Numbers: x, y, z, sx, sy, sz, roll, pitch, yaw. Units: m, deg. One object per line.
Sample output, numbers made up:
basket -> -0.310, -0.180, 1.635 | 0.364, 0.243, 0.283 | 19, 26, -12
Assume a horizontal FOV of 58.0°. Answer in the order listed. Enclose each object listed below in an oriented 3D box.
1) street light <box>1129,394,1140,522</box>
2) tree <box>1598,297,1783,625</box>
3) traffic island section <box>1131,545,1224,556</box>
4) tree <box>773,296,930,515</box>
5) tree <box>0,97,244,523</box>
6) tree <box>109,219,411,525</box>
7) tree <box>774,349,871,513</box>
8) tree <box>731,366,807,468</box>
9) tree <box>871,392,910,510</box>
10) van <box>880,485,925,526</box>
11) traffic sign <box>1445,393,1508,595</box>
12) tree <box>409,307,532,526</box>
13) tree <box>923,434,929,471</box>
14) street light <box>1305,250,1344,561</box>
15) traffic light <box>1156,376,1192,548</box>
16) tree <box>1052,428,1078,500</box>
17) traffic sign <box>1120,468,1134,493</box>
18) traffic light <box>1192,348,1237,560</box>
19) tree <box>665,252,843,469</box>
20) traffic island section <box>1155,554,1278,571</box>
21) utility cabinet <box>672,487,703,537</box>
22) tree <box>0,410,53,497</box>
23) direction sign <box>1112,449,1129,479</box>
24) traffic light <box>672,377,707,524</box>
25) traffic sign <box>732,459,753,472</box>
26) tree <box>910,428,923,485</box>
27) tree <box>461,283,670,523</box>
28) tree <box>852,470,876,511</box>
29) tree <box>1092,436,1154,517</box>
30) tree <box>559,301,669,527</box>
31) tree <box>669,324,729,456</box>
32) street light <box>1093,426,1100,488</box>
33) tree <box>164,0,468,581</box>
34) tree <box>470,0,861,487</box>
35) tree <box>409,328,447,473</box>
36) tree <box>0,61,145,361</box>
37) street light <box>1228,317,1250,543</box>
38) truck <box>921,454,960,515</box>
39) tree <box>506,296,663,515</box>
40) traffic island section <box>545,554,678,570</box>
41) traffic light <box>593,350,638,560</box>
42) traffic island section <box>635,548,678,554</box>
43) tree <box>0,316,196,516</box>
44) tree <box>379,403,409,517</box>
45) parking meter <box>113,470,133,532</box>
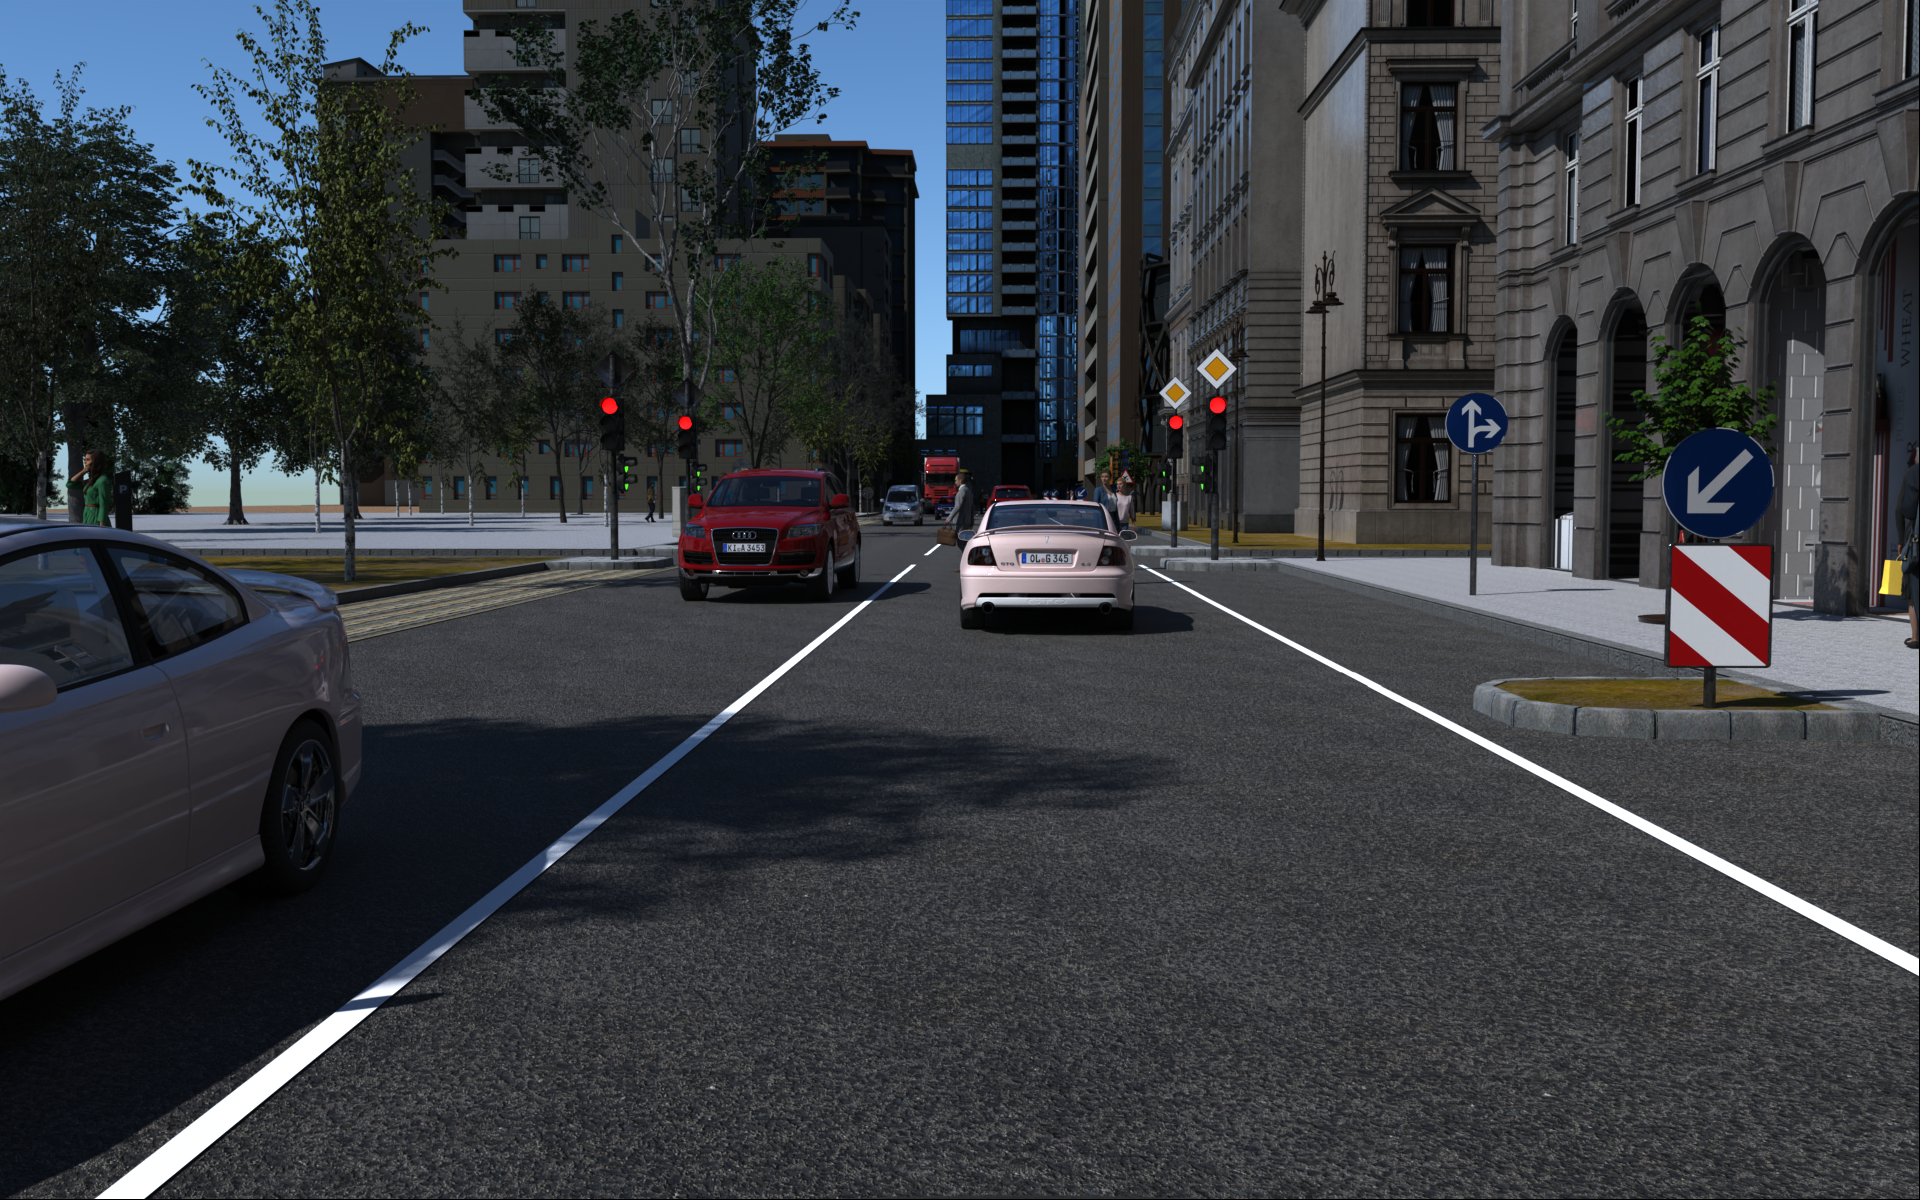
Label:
street light -> 8.133, -6.587, 80.491 | 0.468, 5.910, 1.993 | 0, 4, 1
tree -> 7.185, -1.382, 17.193 | 1.663, 3.219, 1.824 | 0, 3, 0
traffic island section -> 5.160, -1.180, 41.582 | 2.009, 0.180, 2.903 | 0, 4, 1
tree -> -7.087, -12.106, 108.307 | 12.009, 13.543, 11.850 | 0, 3, 0
tree -> -29.153, -9.200, 57.070 | 9.857, 13.997, 8.962 | 0, 3, 0
tree -> -30.285, -9.499, 72.322 | 9.611, 12.733, 9.660 | 0, 3, 0
tree -> -7.385, -8.416, 87.960 | 4.737, 8.622, 4.395 | 0, 3, 0
tree -> -10.391, -8.957, 96.809 | 4.360, 8.622, 3.978 | 0, 3, 0
tree -> -6.588, -10.293, 118.651 | 4.737, 8.622, 4.395 | 0, 3, 0
van -> -2.567, -4.360, 78.302 | 2.013, 2.044, 4.112 | 0, 4, 2
traffic sign -> 6.505, -1.332, 21.885 | 0.768, 2.556, 0.104 | 1, 4, 8
tree -> -19.370, -7.275, 69.301 | 4.360, 8.622, 3.978 | 0, 3, 0
tree -> -5.432, -14.935, 194.547 | 4.737, 8.622, 4.395 | 0, 3, 0
street light -> 6.930, -3.687, 33.073 | 0.468, 5.910, 1.993 | 0, 4, 1
traffic light -> 5.120, -3.214, 41.469 | 0.839, 4.253, 0.868 | 0, 4, 1
tree -> 12.034, -14.897, 193.931 | 4.737, 8.622, 4.395 | 0, 3, 0
traffic sign -> 8.268, -5.293, 86.551 | 0.884, 2.594, 0.081 | 1, 4, 10
traffic light -> 4.922, -2.726, 33.486 | 0.839, 4.253, 0.868 | 0, 4, 1
tree -> -8.892, -9.144, 75.255 | 9.928, 11.665, 9.643 | 0, 3, 0
traffic island section -> 4.962, -0.692, 33.599 | 2.009, 0.180, 2.903 | 0, 4, 1
utility cabinet -> -8.083, -2.618, 51.488 | 0.318, 1.500, 1.173 | 2, 4, 26
tree -> -57.980, -8.032, 94.237 | 20.602, 7.101, 11.467 | 0, 4, 2
direction sign -> 8.105, -5.844, 87.538 | 0.876, 3.537, 0.379 | 2, 4, 30
traffic light -> -6.538, -3.231, 41.740 | 0.839, 4.253, 0.868 | 0, 4, 1
traffic sign -> -7.852, -3.816, 62.490 | 0.768, 2.556, 0.104 | 0, 4, 6
tree -> -6.208, -11.403, 136.795 | 4.737, 8.622, 4.395 | 0, 3, 0
tree -> -18.019, -8.722, 77.019 | 7.601, 10.594, 8.767 | 0, 4, 7
tree -> -7.435, -8.345, 131.041 | 1.663, 3.219, 1.824 | 0, 3, 0
tree -> 9.168, -6.975, 97.760 | 4.285, 4.588, 4.351 | 0, 3, 0
tree -> -13.589, -7.158, 67.390 | 4.360, 8.622, 3.978 | 0, 3, 0
tree -> -15.699, -9.472, 89.286 | 8.767, 10.594, 7.601 | 2, 4, 30
street light -> 9.040, -8.724, 115.419 | 0.468, 5.910, 1.993 | 0, 4, 1
tree -> -9.024, -4.571, 25.094 | 4.737, 8.622, 4.395 | 0, 3, 0
tree -> -9.518, -12.051, 52.930 | 12.611, 20.169, 13.585 | 0, 3, 0
tree -> -30.719, -10.430, 87.532 | 9.611, 12.733, 9.660 | 0, 3, 0
tree -> -15.811, -4.832, 29.358 | 4.360, 8.622, 3.978 | 0, 3, 0
street light -> 7.245, -4.439, 45.367 | 0.468, 5.910, 1.993 | 0, 4, 1
truck -> -1.246, -8.249, 123.792 | 2.839, 4.237, 11.283 | 0, 4, 0
tree -> -23.369, -12.016, 106.828 | 12.009, 13.543, 11.850 | 0, 3, 0
traffic island section -> -6.776, -0.710, 33.893 | 2.009, 0.180, 2.903 | 0, 4, 1
traffic light -> -6.736, -2.742, 33.758 | 0.839, 4.253, 0.868 | 0, 4, 1
traffic island section -> -6.578, -1.198, 41.876 | 2.009, 0.180, 2.903 | 0, 4, 1
tree -> -58.104, -12.641, 108.506 | 18.604, 14.587, 13.155 | 1, 4, 13
tree -> -31.652, -8.973, 97.078 | 4.360, 8.622, 3.978 | 0, 3, 0
parking meter -> -20.134, -2.197, 41.637 | 0.399, 1.863, 0.255 | -2, 4, -31
